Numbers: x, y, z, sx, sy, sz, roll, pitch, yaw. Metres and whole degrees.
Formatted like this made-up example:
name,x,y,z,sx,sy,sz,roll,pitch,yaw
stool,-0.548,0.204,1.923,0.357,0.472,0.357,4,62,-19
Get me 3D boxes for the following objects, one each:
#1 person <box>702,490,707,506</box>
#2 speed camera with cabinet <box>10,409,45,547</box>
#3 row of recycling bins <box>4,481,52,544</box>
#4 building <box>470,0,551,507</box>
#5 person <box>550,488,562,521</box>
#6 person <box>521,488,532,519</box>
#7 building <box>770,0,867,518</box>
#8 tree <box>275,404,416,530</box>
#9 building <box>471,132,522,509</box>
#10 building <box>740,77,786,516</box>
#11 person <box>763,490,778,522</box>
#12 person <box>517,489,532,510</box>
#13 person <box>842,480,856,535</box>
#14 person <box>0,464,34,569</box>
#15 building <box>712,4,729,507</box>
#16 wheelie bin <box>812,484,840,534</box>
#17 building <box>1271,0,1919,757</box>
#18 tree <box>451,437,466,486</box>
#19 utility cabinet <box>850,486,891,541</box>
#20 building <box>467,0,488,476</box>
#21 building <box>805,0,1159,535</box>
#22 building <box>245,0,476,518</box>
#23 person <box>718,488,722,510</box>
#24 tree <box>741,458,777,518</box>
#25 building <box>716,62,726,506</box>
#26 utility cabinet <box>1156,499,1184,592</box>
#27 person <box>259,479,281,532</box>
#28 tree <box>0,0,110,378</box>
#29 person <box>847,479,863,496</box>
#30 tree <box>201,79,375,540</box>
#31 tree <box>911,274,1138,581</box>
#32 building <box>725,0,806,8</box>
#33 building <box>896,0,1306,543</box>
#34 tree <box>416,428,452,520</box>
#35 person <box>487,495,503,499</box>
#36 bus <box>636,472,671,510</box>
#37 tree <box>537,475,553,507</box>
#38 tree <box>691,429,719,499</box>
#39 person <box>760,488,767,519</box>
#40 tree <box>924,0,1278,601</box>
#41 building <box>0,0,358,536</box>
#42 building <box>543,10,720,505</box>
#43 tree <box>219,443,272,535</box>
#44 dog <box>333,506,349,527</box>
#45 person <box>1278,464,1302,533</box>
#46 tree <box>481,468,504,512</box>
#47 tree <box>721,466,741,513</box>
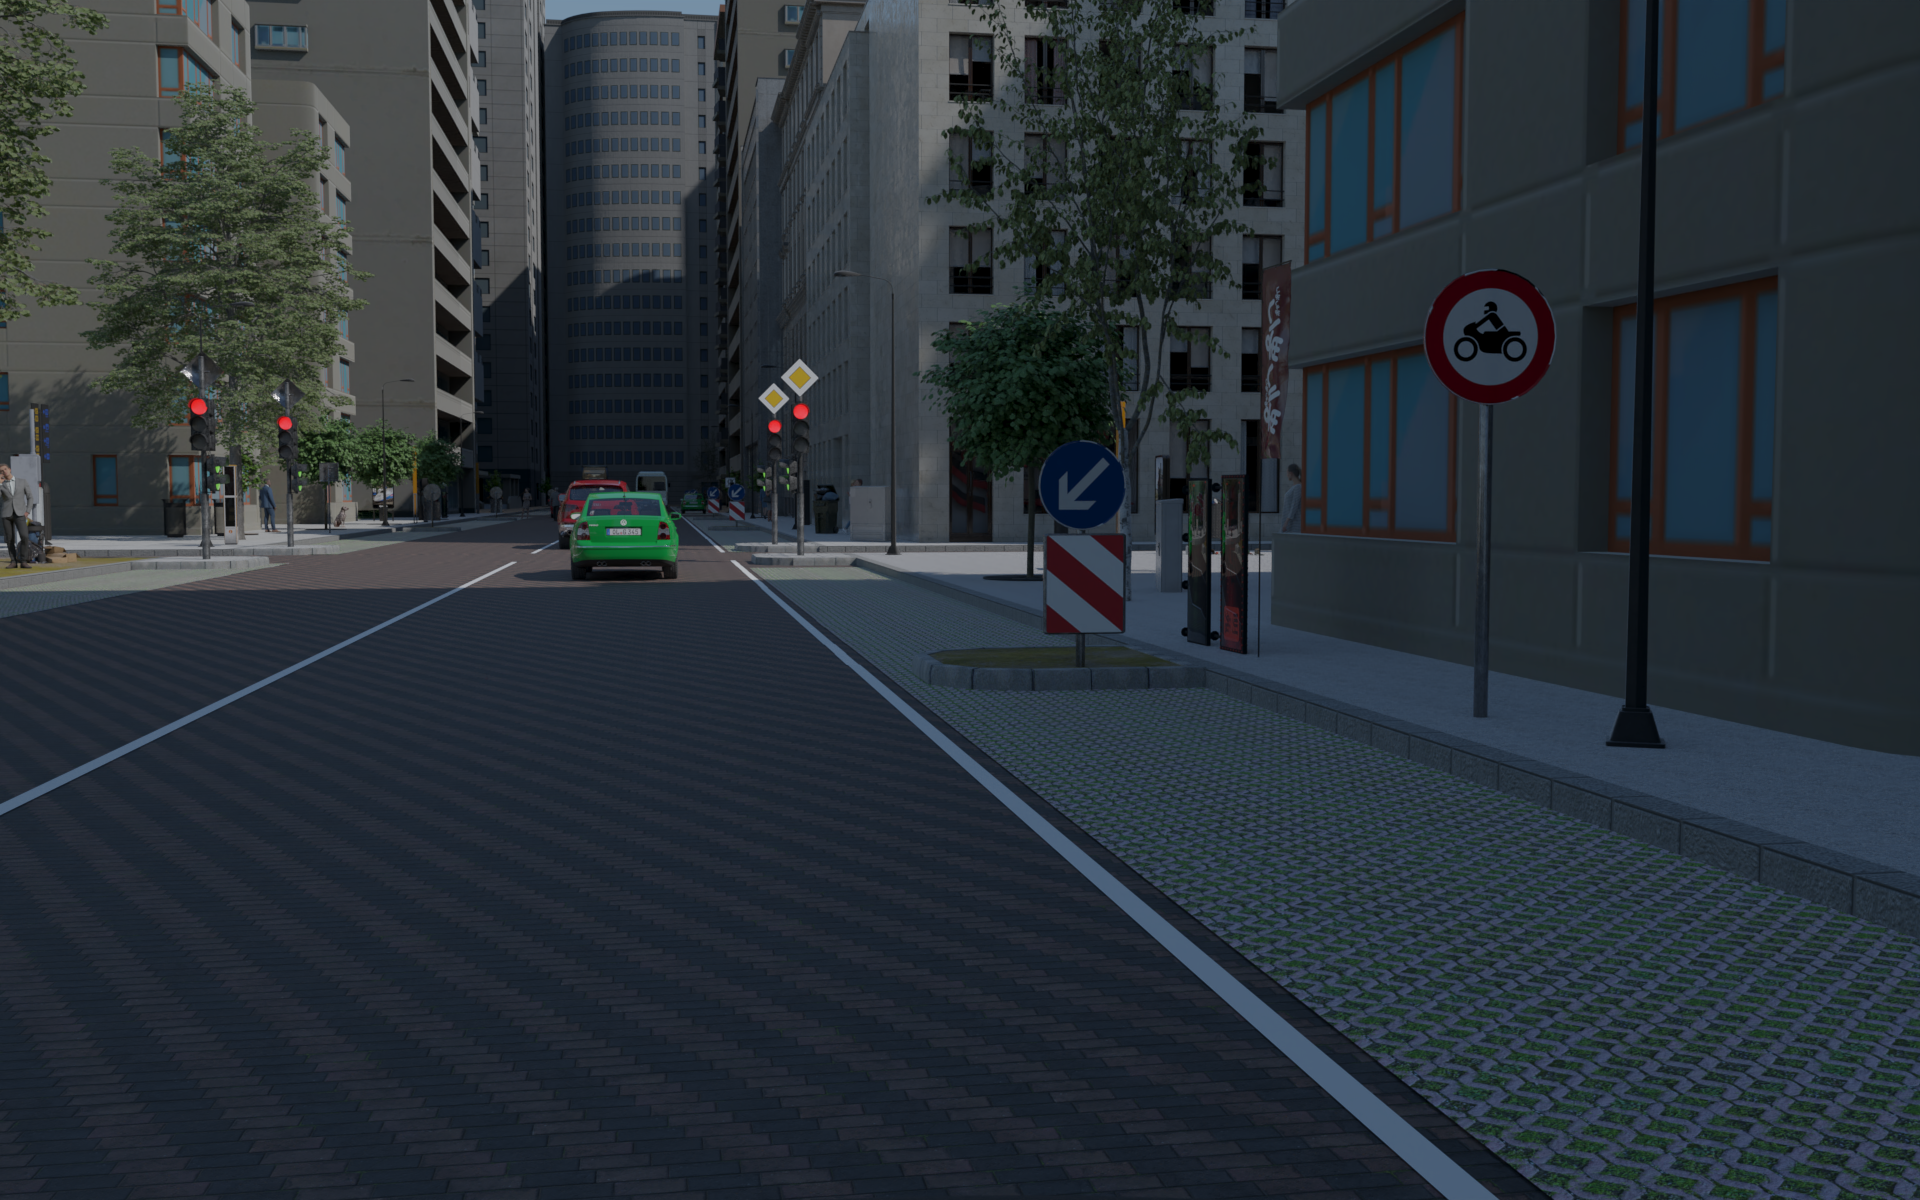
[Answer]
name,x,y,z,sx,sy,sz,roll,pitch,yaw
person,-28.178,-11.322,191.870,0.721,1.735,1.217,3,4,38
speed camera with cabinet,-22.117,-2.856,41.036,0.660,3.252,2.038,-2,4,-25
row of recycling bins,-24.990,-2.399,46.336,1.069,1.692,3.534,-1,4,-23
building,-59.986,-46.930,205.560,20.611,71.187,20.563,-1,4,-10
person,-21.307,-5.047,91.408,0.661,1.777,0.834,-1,4,-10
person,-24.636,-5.471,98.292,0.599,1.781,0.374,0,4,6
building,-2.452,-17.739,87.292,12.463,27.353,25.104,-1,4,-10
tree,-22.834,-4.813,62.402,4.285,4.588,4.351,0,3,0
building,-55.596,-28.079,150.980,32.217,40.220,23.993,-1,4,-10
building,-7.207,-17.819,109.356,12.078,24.808,19.932,-1,4,-10
person,-8.836,-4.542,80.665,0.716,1.782,0.532,-3,5,-42
person,-36.171,-8.395,144.011,1.217,1.735,0.721,-1,4,-21
person,-3.444,-2.932,54.661,0.598,1.740,0.731,-2,4,-27
person,-16.287,-1.443,29.820,0.592,1.802,0.473,0,4,-7
building,-11.010,-30.748,157.349,22.147,44.769,28.867,-1,4,-10
wheelie bin,-4.327,-2.943,56.022,0.980,1.594,0.693,2,4,32
building,19.175,-9.758,4.589,27.650,21.520,28.899,-1,4,-10
tree,-26.329,-6.270,86.231,4.285,4.588,4.351,0,3,0
utility cabinet,-2.420,-2.330,46.781,1.173,1.500,0.318,2,4,34
building,-49.660,-32.798,125.488,28.713,52.752,27.495,-1,4,-10
building,0.031,-12.940,66.314,10.420,20.320,16.860,-1,4,-10
building,-40.960,-29.249,101.927,21.300,48.544,21.600,-1,4,-10
person,-18.958,-7.885,135.487,0.750,1.759,0.617,-1,4,-11
tree,-10.728,-6.037,93.310,1.663,3.219,1.824,0,3,0
building,-14.439,-34.159,182.204,21.300,48.544,21.600,-1,4,-10
utility cabinet,2.776,-0.728,23.070,0.306,1.237,1.020,0,4,2
person,-23.161,-3.168,58.018,0.721,1.800,0.419,2,4,25
tree,-15.127,-6.367,22.220,7.486,12.596,7.792,0,3,0
person,-3.202,-2.876,53.638,0.480,1.755,0.524,2,4,28
tree,-20.496,-7.979,48.585,7.486,12.596,7.792,0,3,0
tree,0.981,-2.588,26.025,4.285,4.588,4.351,0,3,0
building,-6.683,-31.114,132.420,21.300,48.544,21.600,-1,4,-10
building,6.313,-12.032,51.468,16.860,20.320,10.420,-1,4,-10
tree,-24.377,-5.458,72.953,4.285,4.588,4.351,0,3,0
person,-32.393,-6.972,120.758,1.217,1.736,0.721,1,4,13
bus,-26.377,-9.413,148.763,2.948,3.499,13.247,-1,4,-9
tree,-41.703,-11.020,174.780,1.663,3.219,1.824,0,3,0
tree,-28.288,-14.960,194.961,4.360,8.622,3.978,0,3,0
person,-9.966,-5.032,88.335,0.581,1.822,0.654,1,4,18
tree,1.866,-4.279,20.323,4.737,8.622,4.395,0,3,0
building,-39.757,-13.461,65.125,27.650,21.520,28.899,-1,4,-10
building,-35.548,-40.899,210.705,28.212,58.520,21.231,-1,4,-10
tree,-22.388,-3.644,54.183,1.663,3.219,1.824,0,3,0
dog,-23.946,-3.211,66.887,0.513,0.831,0.800,-2,4,-31
person,4.965,-1.152,25.633,0.760,1.731,0.466,-2,4,-29
tree,-33.381,-7.969,124.891,1.663,3.219,1.824,0,3,0
tree,-15.813,-7.672,120.040,1.663,3.219,1.824,0,3,0
